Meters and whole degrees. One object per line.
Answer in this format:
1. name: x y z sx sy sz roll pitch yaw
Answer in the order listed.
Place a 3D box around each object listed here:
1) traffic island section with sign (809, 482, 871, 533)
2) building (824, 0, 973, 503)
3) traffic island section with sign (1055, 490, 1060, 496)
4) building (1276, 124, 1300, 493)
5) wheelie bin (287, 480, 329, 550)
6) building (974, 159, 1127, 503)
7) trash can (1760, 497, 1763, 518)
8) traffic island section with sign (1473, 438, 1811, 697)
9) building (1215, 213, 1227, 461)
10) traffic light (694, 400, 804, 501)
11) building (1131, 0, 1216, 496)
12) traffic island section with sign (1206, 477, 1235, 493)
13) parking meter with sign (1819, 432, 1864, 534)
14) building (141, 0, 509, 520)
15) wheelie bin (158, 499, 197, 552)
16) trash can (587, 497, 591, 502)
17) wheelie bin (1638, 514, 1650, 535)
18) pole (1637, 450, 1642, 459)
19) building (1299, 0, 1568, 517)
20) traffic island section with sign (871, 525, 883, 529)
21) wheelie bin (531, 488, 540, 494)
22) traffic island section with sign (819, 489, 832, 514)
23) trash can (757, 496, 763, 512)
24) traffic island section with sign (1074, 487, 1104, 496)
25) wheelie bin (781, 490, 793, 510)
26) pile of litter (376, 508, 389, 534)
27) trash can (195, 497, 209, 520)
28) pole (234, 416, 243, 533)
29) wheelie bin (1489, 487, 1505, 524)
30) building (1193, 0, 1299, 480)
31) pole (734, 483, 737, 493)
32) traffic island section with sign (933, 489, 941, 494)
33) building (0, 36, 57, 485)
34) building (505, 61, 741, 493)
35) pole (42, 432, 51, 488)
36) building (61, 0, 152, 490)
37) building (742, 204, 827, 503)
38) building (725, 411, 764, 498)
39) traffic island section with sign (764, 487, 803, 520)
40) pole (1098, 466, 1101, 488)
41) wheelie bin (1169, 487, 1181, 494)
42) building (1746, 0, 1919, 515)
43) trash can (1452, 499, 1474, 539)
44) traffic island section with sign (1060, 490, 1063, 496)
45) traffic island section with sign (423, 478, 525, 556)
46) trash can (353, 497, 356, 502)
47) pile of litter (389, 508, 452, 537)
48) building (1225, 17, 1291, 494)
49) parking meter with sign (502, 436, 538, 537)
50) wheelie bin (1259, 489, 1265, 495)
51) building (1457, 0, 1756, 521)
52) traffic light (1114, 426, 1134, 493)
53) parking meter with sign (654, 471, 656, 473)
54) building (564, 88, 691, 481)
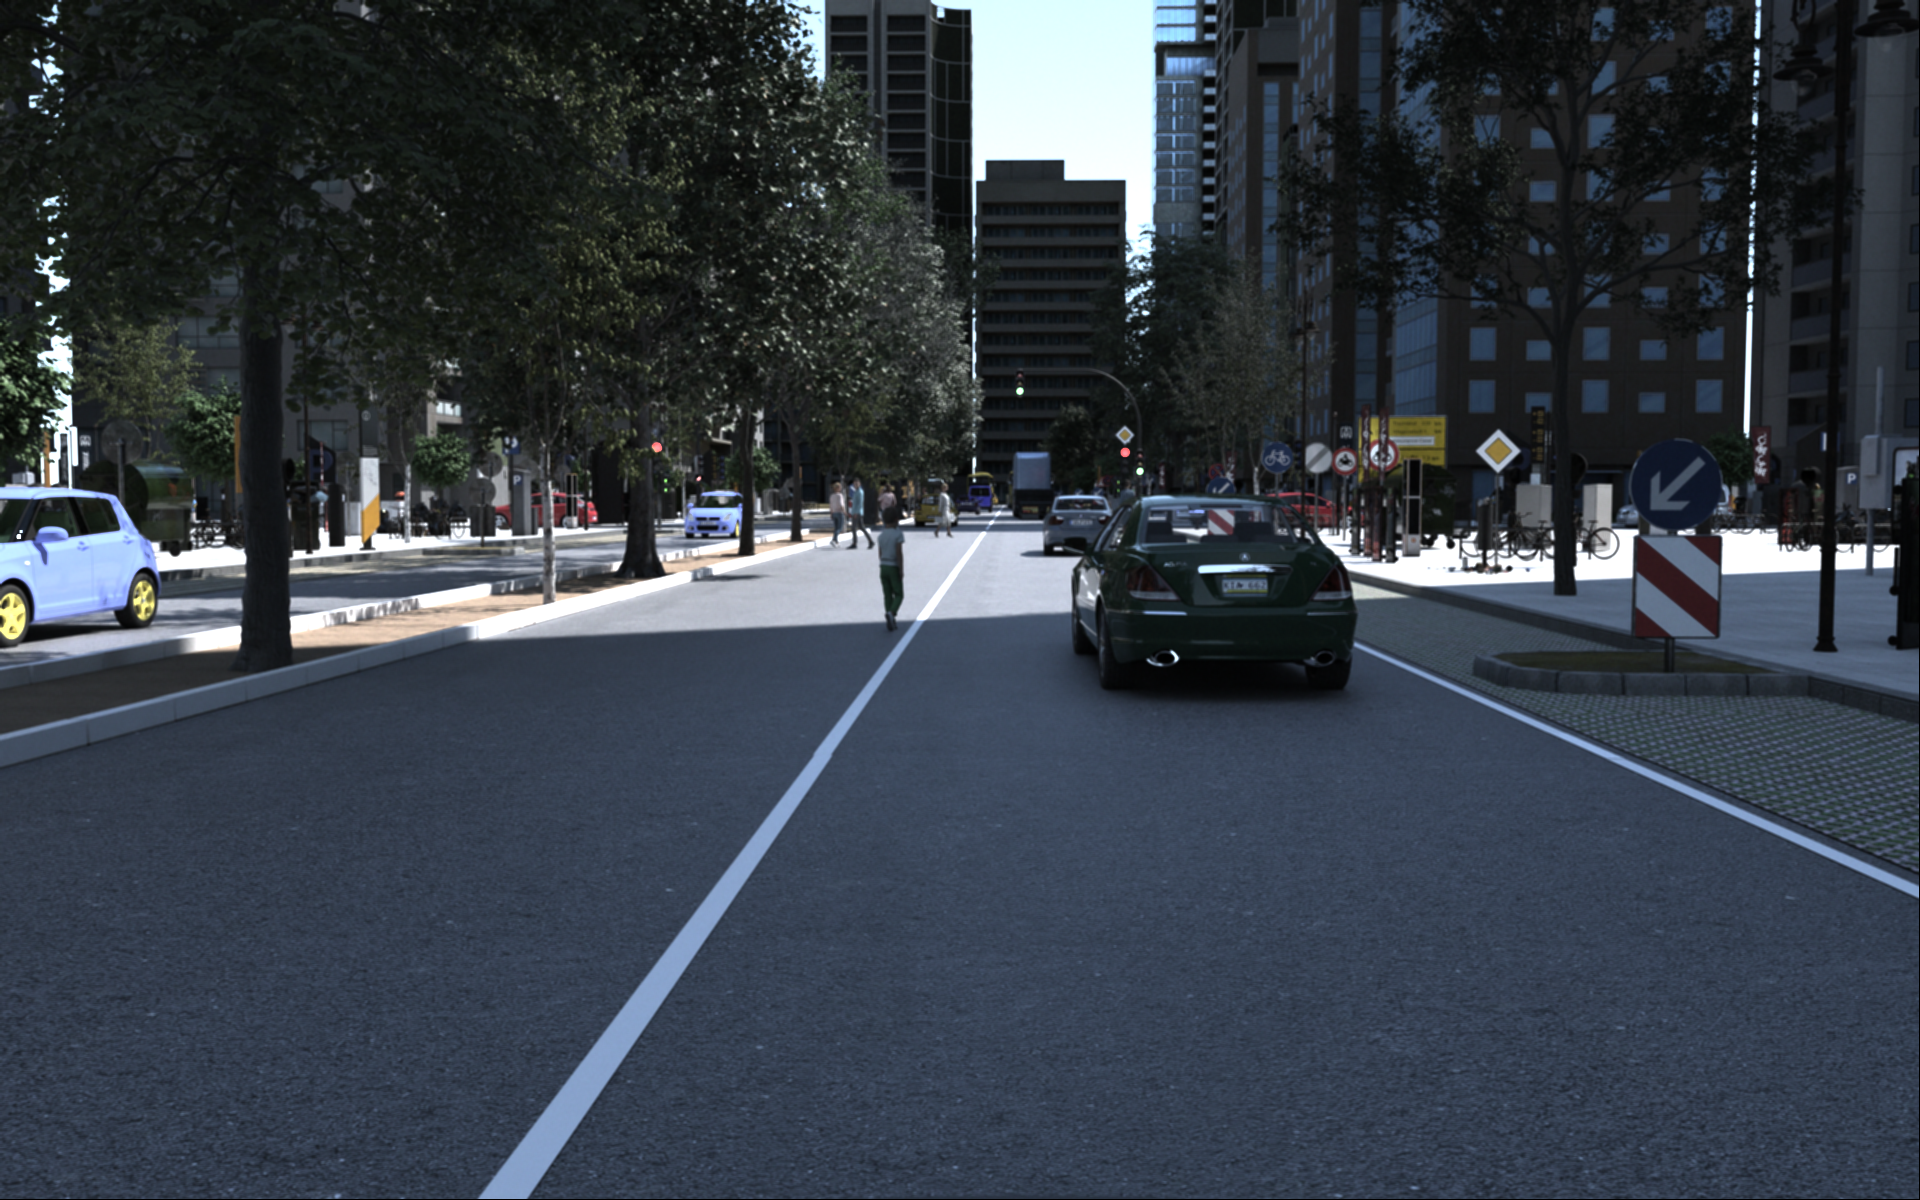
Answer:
1. traffic island section with sign: -4.454 -3.395 63.650 2.006 1.907 1.989 0 4 2
2. building: -8.513 -49.842 253.174 20.611 71.187 20.563 0 4 2
3. traffic island section with sign: 10.668 -11.707 200.036 1.989 1.847 2.006 0 4 2
4. building: 32.196 -22.417 138.214 14.160 30.474 14.107 0 4 2
5. wheelie bin: -14.960 -1.941 39.637 0.980 1.594 0.693 -1 4 -23
6. building: 12.980 -38.507 253.297 21.600 48.544 21.300 0 4 2
7. trash can: 35.040 -3.874 74.994 0.748 1.137 0.748 0 3 0
8. traffic island section with sign: 5.025 -0.276 13.141 1.989 1.847 2.006 0 4 2
9. building: 33.351 -24.943 179.516 14.160 30.474 14.107 0 4 2
10. traffic light: -8.684 -5.918 71.433 4.771 5.953 1.251 0 4 2
11. building: 39.688 -57.486 252.575 31.000 86.520 22.319 0 4 2
12. traffic island section with sign: 5.838 -1.924 40.084 1.989 1.847 2.006 0 4 2
13. parking meter with sign: 24.476 -3.161 47.948 0.543 3.016 1.738 0 4 -3
14. building: -33.166 -24.962 91.718 14.154 41.232 14.086 0 4 2
15. wheelie bin: -17.688 -1.894 38.872 0.980 1.594 0.693 -3 4 -38
16. trash can: -20.332 -4.953 92.636 0.748 1.137 0.748 0 3 0
17. wheelie bin: 20.775 -2.711 52.239 0.693 1.594 0.980 2 4 30
18. pole: 31.660 -5.318 80.798 0.158 3.312 0.155 0 3 0
19. building: 30.624 -28.476 115.686 14.600 45.320 14.200 0 4 2
20. traffic island section with sign: -4.221 -3.848 71.054 2.006 1.907 1.989 0 4 2
21. wheelie bin: -20.884 -4.695 84.676 0.693 1.594 0.980 -2 4 -27
22. traffic island section with sign: -8.920 -7.009 123.223 1.989 1.847 2.006 0 4 2
23. trash can: -13.969 -6.761 122.202 0.748 1.137 0.748 0 3 0
24. traffic island section with sign: 7.546 -5.380 96.594 1.989 1.847 2.006 0 4 2
25. wheelie bin: -13.653 -7.875 136.666 0.980 1.594 0.693 -1 4 -19
26. pile of litter: -18.650 -2.582 56.186 1.719 0.858 1.176 2 4 25
27. trash can: -37.253 -4.487 85.023 0.748 1.137 0.748 0 3 0
28. pole: -18.893 -3.152 45.381 0.158 3.312 0.155 0 3 0
29. wheelie bin: 22.868 -4.012 73.497 0.693 1.594 0.980 2 4 32
30. building: 37.953 -46.313 195.469 20.563 71.187 20.611 0 4 2
31. pole: -14.936 -7.433 115.378 0.158 3.312 0.155 0 3 0
32. traffic island section with sign: -1.961 -8.442 146.158 2.006 1.907 1.989 0 4 2
33. building: -67.214 -33.755 93.895 28.212 58.520 21.231 0 4 2
34. building: -38.022 -36.193 181.001 28.713 52.752 27.495 0 4 2
35. pole: -29.934 -3.851 56.803 0.158 3.312 0.155 0 3 0
36. building: -42.268 -32.508 120.748 28.713 52.752 27.495 0 4 2
37. building: -33.688 -36.735 255.236 28.867 44.769 22.147 0 4 2
38. building: -30.414 -26.319 202.018 14.107 30.474 14.160 0 4 2
39. traffic island section with sign: -9.750 -5.355 96.179 1.989 1.847 2.006 0 4 2
40. pole: 10.089 -8.047 125.405 0.158 3.312 0.155 0 3 0
41. wheelie bin: 9.936 -4.414 80.084 0.980 1.594 0.693 0 4 -6
42. building: 61.256 -33.746 93.745 28.212 58.520 21.231 0 4 2
43. trash can: 14.399 -2.337 49.859 0.748 1.137 0.748 0 3 0
44. traffic island section with sign: 8.374 -7.063 124.100 1.989 1.847 2.006 0 4 2
45. traffic island section with sign: -11.413 -1.977 40.946 1.989 1.847 2.006 0 4 2
46. trash can: -28.069 -4.141 79.366 0.748 1.137 0.748 0 3 0
47. pile of litter: -16.245 -2.375 52.790 1.176 0.858 1.719 3 5 45
48. building: 33.101 -31.460 164.475 14.600 45.320 14.200 0 4 2
49. parking meter with sign: -13.406 -3.470 52.992 0.543 3.016 1.738 0 4 6
50. wheelie bin: 20.393 -6.555 115.081 0.693 1.594 0.980 -3 4 -37
51. building: 30.634 -26.833 88.835 14.200 45.320 14.600 0 4 2
52. traffic light: 6.726 -5.017 70.950 0.839 4.253 0.868 0 4 2
53. parking meter with sign: -26.267 -9.154 145.930 0.543 3.016 1.738 0 4 4
54. building: -34.321 -43.918 156.308 20.563 71.187 20.611 0 4 2
